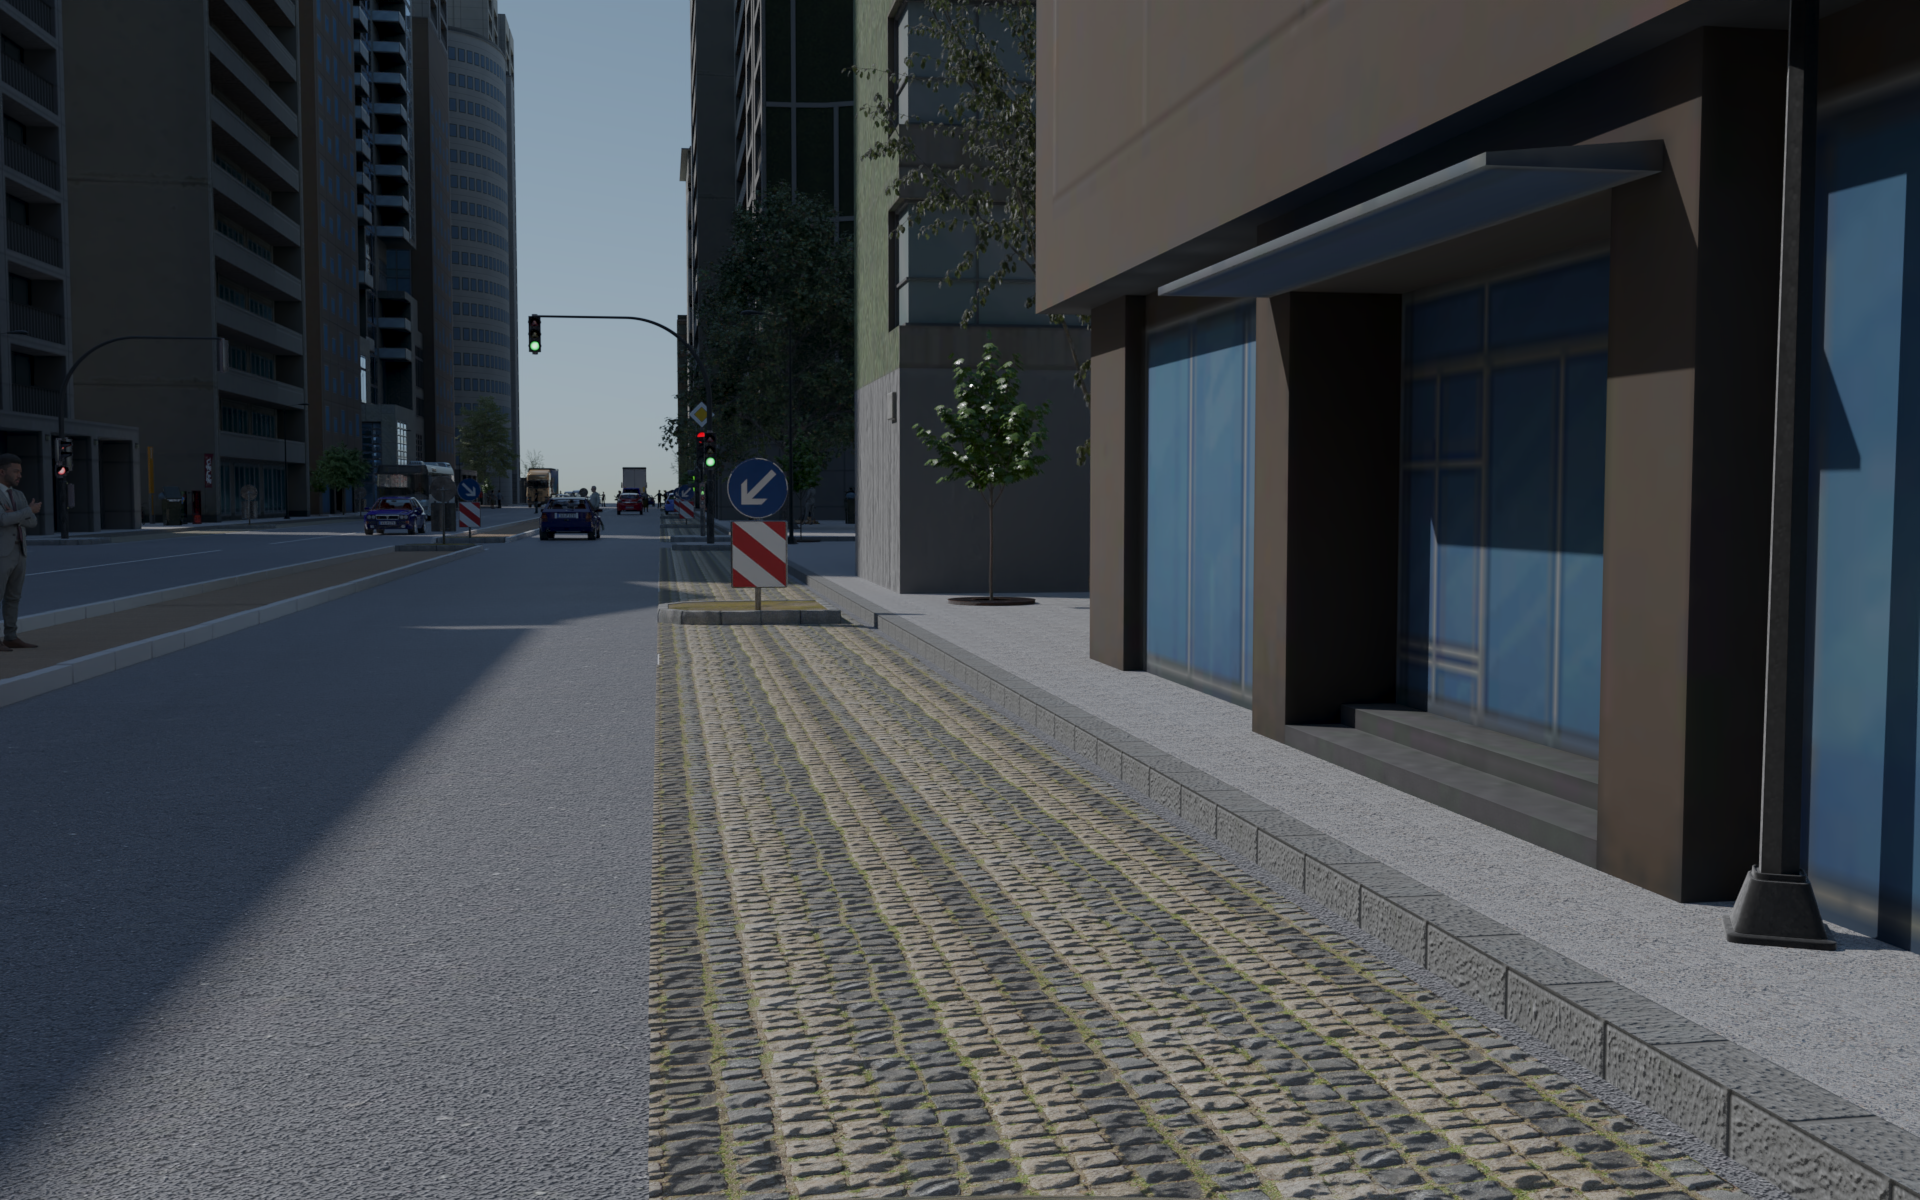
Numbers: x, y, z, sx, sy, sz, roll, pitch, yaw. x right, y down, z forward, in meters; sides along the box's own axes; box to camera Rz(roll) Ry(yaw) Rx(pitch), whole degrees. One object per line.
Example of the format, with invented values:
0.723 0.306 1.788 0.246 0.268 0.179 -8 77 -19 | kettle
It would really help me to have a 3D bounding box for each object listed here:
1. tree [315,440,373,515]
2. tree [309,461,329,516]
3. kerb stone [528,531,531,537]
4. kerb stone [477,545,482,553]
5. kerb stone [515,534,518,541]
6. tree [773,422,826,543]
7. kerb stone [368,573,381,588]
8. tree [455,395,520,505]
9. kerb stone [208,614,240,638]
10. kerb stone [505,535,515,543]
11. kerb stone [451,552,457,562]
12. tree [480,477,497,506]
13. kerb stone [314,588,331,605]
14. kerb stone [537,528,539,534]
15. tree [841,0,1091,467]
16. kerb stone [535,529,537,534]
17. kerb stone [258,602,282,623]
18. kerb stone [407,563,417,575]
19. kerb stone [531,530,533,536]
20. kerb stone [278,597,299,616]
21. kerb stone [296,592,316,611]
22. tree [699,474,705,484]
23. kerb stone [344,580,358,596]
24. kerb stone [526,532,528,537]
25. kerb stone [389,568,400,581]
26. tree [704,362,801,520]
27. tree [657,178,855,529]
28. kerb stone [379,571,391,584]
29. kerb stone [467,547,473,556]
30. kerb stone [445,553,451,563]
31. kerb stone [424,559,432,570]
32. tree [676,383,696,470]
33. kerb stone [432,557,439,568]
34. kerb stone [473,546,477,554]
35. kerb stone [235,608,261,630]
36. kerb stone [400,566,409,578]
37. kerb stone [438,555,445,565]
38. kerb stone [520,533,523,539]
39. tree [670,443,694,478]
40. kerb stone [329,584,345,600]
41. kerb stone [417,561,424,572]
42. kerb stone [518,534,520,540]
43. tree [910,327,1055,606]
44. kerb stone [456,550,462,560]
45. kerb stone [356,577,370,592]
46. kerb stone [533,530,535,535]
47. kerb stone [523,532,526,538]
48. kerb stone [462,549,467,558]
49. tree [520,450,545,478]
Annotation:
-37.204 -7.385 104.459 4.285 4.588 4.351 0 3 0 | tree
-36.900 -6.437 99.844 1.663 3.219 1.824 0 3 0 | tree
-14.449 -2.161 57.533 0.120 0.150 1.000 -1 4 -10 | kerb stone
-11.739 -1.203 41.864 0.120 0.150 1.000 -1 4 -10 | kerb stone
-13.563 -1.852 52.483 0.120 0.150 1.000 -1 4 -10 | kerb stone
-4.385 -3.158 46.234 1.663 3.219 1.824 0 3 0 | tree
-9.119 -0.275 26.714 0.120 0.150 1.000 -1 4 -10 | kerb stone
-54.438 -17.168 198.828 7.486 12.596 7.792 0 3 0 | tree
-7.541 0.280 17.625 0.120 0.150 1.000 -1 4 -10 | kerb stone
-13.402 -1.789 51.471 0.120 0.150 1.000 -1 4 -10 | kerb stone
-10.861 -0.888 36.810 0.120 0.150 1.000 -1 4 -10 | kerb stone
-52.657 -12.116 192.697 1.663 3.219 1.824 0 3 0 | tree
-8.423 -0.028 22.669 0.120 0.150 1.000 -1 4 -10 | kerb stone
-15.147 -2.409 61.583 0.120 0.150 1.000 -1 4 -10 | kerb stone
1.163 -4.025 16.170 4.360 8.622 3.978 0 3 0 | tree
-14.970 -2.347 60.575 0.120 0.150 1.000 -1 4 -10 | kerb stone
-7.890 0.157 19.647 0.120 0.150 1.000 -1 4 -10 | kerb stone
-9.814 -0.522 30.756 0.120 0.150 1.000 -1 4 -10 | kerb stone
-14.627 -2.220 58.545 0.120 0.150 1.000 -1 4 -10 | kerb stone
-8.078 0.096 20.654 0.120 0.150 1.000 -1 4 -10 | kerb stone
-8.246 0.033 21.662 0.120 0.150 1.000 -1 4 -10 | kerb stone
-19.079 -8.403 131.986 1.663 3.219 1.824 0 3 0 | tree
-8.774 -0.144 24.690 0.120 0.150 1.000 -1 4 -10 | kerb stone
-14.279 -2.100 56.526 0.120 0.150 1.000 -1 4 -10 | kerb stone
-9.466 -0.400 28.731 0.120 0.150 1.000 -1 4 -10 | kerb stone
-8.656 -7.590 74.462 4.737 8.622 4.395 0 3 0 | tree
-6.240 -8.943 63.231 9.611 12.733 9.660 0 3 0 | tree
-9.290 -0.338 27.722 0.120 0.150 1.000 -1 4 -10 | kerb stone
-11.385 -1.079 39.838 0.120 0.150 1.000 -1 4 -10 | kerb stone
-10.693 -0.832 35.801 0.120 0.150 1.000 -1 4 -10 | kerb stone
-10.171 -0.647 32.769 0.120 0.150 1.000 -1 4 -10 | kerb stone
-16.265 -9.882 111.929 4.737 8.622 4.395 0 3 0 | tree
-10.338 -0.708 33.778 0.120 0.150 1.000 -1 4 -10 | kerb stone
-11.561 -1.141 40.847 0.120 0.150 1.000 -1 4 -10 | kerb stone
-7.725 0.218 18.631 0.120 0.150 1.000 -1 4 -10 | kerb stone
-9.645 -0.460 29.737 0.120 0.150 1.000 -1 4 -10 | kerb stone
-10.513 -0.768 34.792 0.120 0.150 1.000 -1 4 -10 | kerb stone
-13.922 -1.976 54.503 0.120 0.150 1.000 -1 4 -10 | kerb stone
-34.624 -16.521 220.487 4.360 8.622 3.978 0 3 0 | tree
-8.593 -0.089 23.677 0.120 0.150 1.000 -1 4 -10 | kerb stone
-9.999 -0.585 31.762 0.120 0.150 1.000 -1 4 -10 | kerb stone
-13.757 -1.914 53.493 0.120 0.150 1.000 -1 4 -10 | kerb stone
0.241 -1.565 20.196 1.663 3.219 1.824 0 3 0 | tree
-11.043 -0.956 37.819 0.120 0.150 1.000 -1 4 -10 | kerb stone
-8.939 -0.213 25.698 0.120 0.150 1.000 -1 4 -10 | kerb stone
-14.795 -2.286 59.566 0.120 0.150 1.000 -1 4 -10 | kerb stone
-14.098 -2.037 55.510 0.120 0.150 1.000 -1 4 -10 | kerb stone
-11.217 -1.017 38.828 0.120 0.150 1.000 -1 4 -10 | kerb stone
-68.757 -20.119 279.307 4.360 8.622 3.978 0 3 0 | tree
